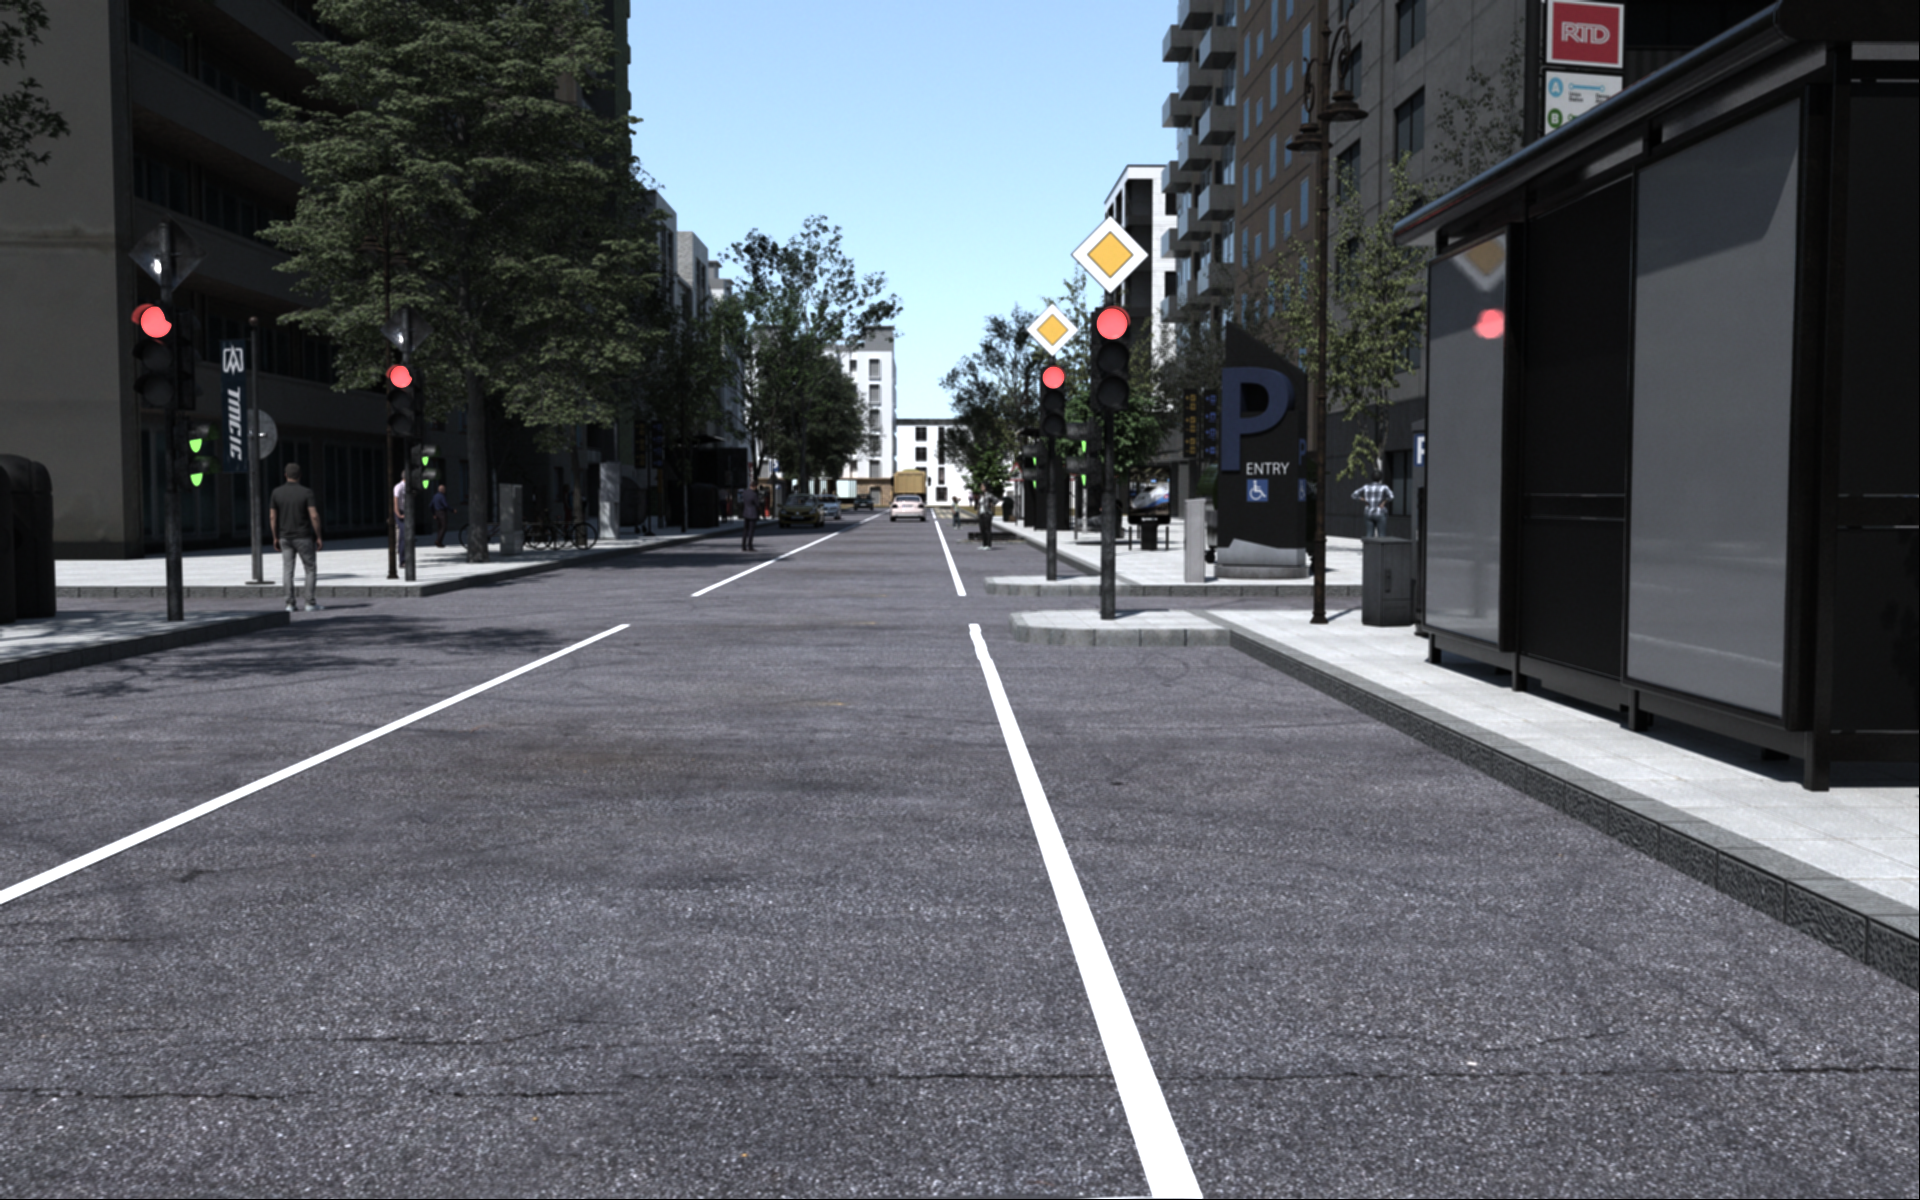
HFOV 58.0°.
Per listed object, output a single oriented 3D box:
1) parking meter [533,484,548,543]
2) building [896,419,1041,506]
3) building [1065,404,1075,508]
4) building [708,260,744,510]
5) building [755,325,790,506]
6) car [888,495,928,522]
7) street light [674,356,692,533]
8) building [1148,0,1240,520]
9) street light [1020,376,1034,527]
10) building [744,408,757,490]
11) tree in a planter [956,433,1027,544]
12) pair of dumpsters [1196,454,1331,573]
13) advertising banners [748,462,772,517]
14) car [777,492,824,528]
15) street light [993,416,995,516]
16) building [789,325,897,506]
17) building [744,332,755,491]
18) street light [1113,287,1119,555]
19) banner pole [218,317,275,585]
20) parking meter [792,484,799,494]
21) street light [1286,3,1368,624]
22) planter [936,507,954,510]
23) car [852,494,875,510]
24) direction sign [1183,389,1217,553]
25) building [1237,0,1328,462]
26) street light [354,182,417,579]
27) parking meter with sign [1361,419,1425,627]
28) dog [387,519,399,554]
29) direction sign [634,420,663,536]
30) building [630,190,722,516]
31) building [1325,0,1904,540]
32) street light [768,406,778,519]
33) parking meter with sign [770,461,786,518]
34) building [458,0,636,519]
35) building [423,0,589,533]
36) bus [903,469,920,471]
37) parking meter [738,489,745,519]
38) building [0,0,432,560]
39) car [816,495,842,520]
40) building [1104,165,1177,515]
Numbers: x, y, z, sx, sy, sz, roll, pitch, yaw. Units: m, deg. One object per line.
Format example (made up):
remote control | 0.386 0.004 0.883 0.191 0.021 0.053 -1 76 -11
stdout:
parking meter | -11.119 -2.295 45.933 0.372 1.533 0.369 0 3 0
building | 6.809 -15.610 197.378 28.070 9.664 9.099 0 4 -1
building | 13.850 -13.004 154.767 9.099 9.664 28.070 0 4 -1
building | -26.116 -17.220 137.973 16.016 20.091 11.380 0 4 -1
building | -25.402 -20.992 199.638 11.380 20.091 16.016 0 4 -1
car | -2.739 -4.822 91.198 2.083 1.381 4.827 0 4 -2
street light | -9.217 -5.183 57.522 0.468 5.910 1.993 0 4 -1
building | 22.110 -28.482 85.285 23.786 49.044 30.456 0 4 -1
street light | 2.605 -5.812 67.808 0.468 5.910 1.993 0 4 -1
building | -33.685 -13.628 164.971 28.070 9.664 9.099 0 4 -1
tree in a planter | 0.891 -3.245 50.276 1.991 3.239 1.994 0 4 -1
pair of dumpsters | 5.190 -1.678 29.921 1.574 2.255 4.437 0 4 -1
advertising banners | -10.743 -6.108 96.059 2.074 3.025 0.090 -1 4 -19
car | -6.804 -3.931 74.494 2.015 1.641 3.980 0 4 0
street light | 1.959 -7.806 100.418 0.468 5.910 1.993 0 4 -1
building | -13.133 -21.053 200.641 11.380 20.091 16.016 0 4 -1
building | -26.592 -17.945 149.824 16.016 20.091 11.380 0 4 -1
street light | 3.181 -3.873 36.114 0.468 5.910 1.993 0 4 -1
banner pole | -10.183 -2.118 24.642 0.863 3.779 0.401 1 4 22
parking meter | -9.525 -5.796 100.483 0.399 1.863 0.255 -1 4 -12
street light | 3.563 -2.704 17.006 0.468 5.910 1.993 0 4 -1
planter | -1.127 -8.192 155.076 1.991 0.319 1.994 0 4 -1
car | -8.623 -8.883 155.029 2.009 1.686 4.222 0 4 -2
direction sign | 5.192 -2.783 37.503 0.876 3.537 0.379 -2 4 -30
building | 18.262 -25.221 62.482 14.600 45.320 14.200 0 4 -1
street light | -8.593 -3.258 26.064 0.468 5.910 1.993 0 4 -1
parking meter with sign | 4.810 -1.270 17.020 1.738 3.016 0.543 -1 4 -20
dog | -11.959 -1.377 36.891 0.513 0.831 0.800 -1 4 -14
direction sign | -9.530 -3.736 53.074 0.876 3.537 0.379 -2 4 -24
building | -26.309 -15.297 116.562 16.747 18.905 31.486 0 4 -1
building | 21.627 -36.912 41.771 20.611 71.187 20.563 0 4 -1
street light | -9.718 -7.157 89.806 0.468 5.910 1.993 0 4 -1
parking meter with sign | -9.645 -5.925 93.139 0.543 3.016 1.738 1 4 16
building | -25.219 -24.842 89.761 14.154 41.232 14.086 0 4 -1
building | -31.523 -13.671 68.556 27.650 21.520 28.899 0 4 -1
bus | -4.810 -10.971 170.914 2.896 3.916 12.252 0 4 -2
parking meter | -11.296 -4.956 89.448 0.372 1.533 0.369 0 3 0
building | -27.077 -25.610 42.433 21.300 48.544 21.600 0 4 -1
car | -7.613 -5.212 97.213 2.014 1.417 4.499 0 4 -1
building | 23.982 -17.145 124.290 27.936 21.610 32.646 0 4 -1
